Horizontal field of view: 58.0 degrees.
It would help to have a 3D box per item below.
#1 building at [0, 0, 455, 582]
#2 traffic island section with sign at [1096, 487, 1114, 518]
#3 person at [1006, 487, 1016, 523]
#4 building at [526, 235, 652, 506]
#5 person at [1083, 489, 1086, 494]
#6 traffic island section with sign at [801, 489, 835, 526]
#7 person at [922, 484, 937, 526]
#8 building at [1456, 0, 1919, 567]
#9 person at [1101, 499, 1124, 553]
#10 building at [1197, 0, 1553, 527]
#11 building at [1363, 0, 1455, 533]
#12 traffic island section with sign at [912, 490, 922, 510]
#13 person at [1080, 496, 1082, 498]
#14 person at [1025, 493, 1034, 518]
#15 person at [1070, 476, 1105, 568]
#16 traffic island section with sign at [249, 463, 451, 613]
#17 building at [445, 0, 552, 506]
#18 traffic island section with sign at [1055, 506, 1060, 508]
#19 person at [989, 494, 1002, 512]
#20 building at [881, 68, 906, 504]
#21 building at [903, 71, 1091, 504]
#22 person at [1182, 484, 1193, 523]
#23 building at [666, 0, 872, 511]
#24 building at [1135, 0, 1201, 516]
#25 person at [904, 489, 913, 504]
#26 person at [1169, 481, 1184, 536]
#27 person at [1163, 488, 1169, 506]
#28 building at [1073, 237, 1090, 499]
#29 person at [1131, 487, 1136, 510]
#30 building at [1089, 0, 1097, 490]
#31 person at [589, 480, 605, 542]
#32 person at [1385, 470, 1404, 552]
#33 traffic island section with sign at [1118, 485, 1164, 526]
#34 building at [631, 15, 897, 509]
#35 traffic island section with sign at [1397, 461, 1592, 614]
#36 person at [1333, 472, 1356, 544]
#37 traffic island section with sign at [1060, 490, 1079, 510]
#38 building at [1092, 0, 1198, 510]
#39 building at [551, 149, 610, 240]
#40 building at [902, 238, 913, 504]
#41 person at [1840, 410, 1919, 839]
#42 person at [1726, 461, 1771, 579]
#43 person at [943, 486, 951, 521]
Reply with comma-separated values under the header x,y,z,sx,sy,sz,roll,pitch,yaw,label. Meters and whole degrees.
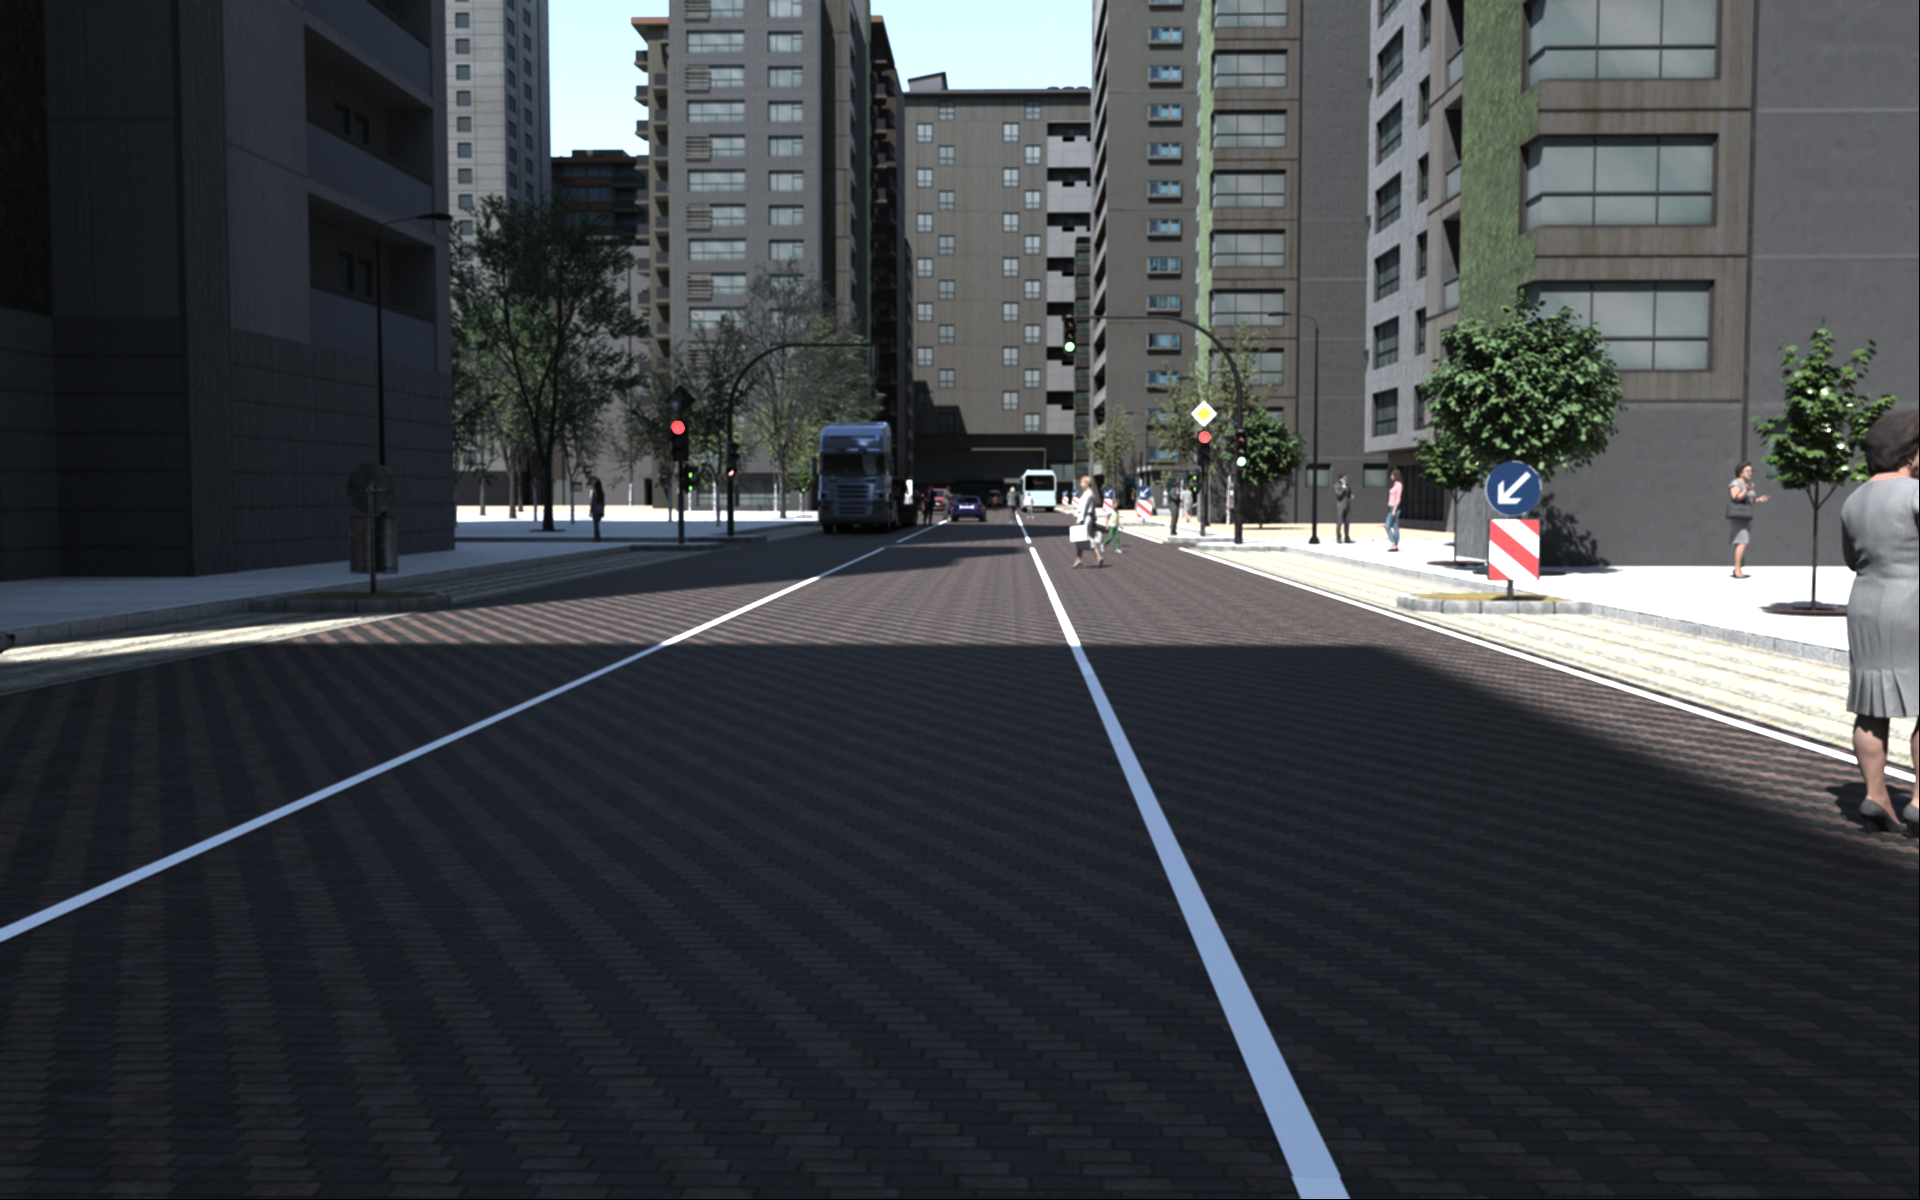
x,y,z,sx,sy,sz,roll,pitch,yaw,label
-25.716,-30.085,33.894,28.212,58.520,21.231,0,4,2,building
8.765,-5.837,104.061,1.989,1.847,2.006,0,4,2,traffic island section with sign
2.561,-4.769,86.651,0.537,1.800,0.526,-1,4,-10,person
-40.657,-26.050,197.626,14.107,30.474,14.160,0,4,2,building
7.723,-6.016,107.214,0.624,1.780,0.694,2,4,24,person
-5.996,-4.197,77.243,1.989,1.847,2.006,0,4,2,traffic island section with sign
-1.355,-4.279,77.818,0.648,1.900,0.474,-1,4,-12,person
17.268,-21.555,36.012,14.154,41.232,14.086,0,4,2,building
3.712,-1.807,42.298,0.590,1.304,0.306,3,4,38,person
18.003,-24.260,80.252,14.154,41.232,14.086,0,4,2,building
22.312,-17.583,59.191,14.107,30.474,14.160,0,4,2,building
-3.865,-8.949,154.947,1.989,1.847,2.006,0,4,2,traffic island section with sign
7.428,-5.698,105.902,0.306,1.304,0.590,1,4,9,person
4.192,-5.670,103.805,0.503,1.515,0.523,-1,4,-17,person
2.472,-1.510,33.536,0.624,1.780,0.694,3,4,36,person
-7.516,-0.798,21.673,1.989,1.847,2.006,0,4,2,traffic island section with sign
-58.085,-46.229,194.092,20.611,71.187,20.563,0,4,2,building
10.886,-10.566,181.376,1.989,1.847,2.006,0,4,2,traffic island section with sign
2.868,-7.887,140.711,1.065,1.426,0.557,0,4,1,person
-12.983,-32.379,179.501,14.600,45.320,14.200,0,4,2,building
6.574,-38.870,224.758,27.495,52.752,28.713,0,4,2,building
10.098,-4.274,76.671,0.466,1.731,0.760,-1,4,-16,person
-14.416,-27.599,134.843,14.154,41.232,14.086,0,4,2,building
27.595,-25.391,107.020,32.217,40.220,23.993,0,4,2,building
-3.151,-5.819,104.386,0.466,1.731,0.760,-3,5,-40,person
7.178,-2.999,57.341,0.447,1.846,0.655,1,4,20,person
15.048,-7.298,125.939,0.524,1.755,0.480,2,4,34,person
19.821,-25.932,195.686,14.160,30.474,14.107,0,4,2,building
13.657,-7.966,136.380,0.705,1.812,1.348,0,4,3,person
23.554,-38.606,173.201,21.231,58.520,28.212,0,4,2,building
-10.371,-2.511,49.560,0.388,1.821,0.555,2,4,27,person
9.642,-1.983,38.480,0.388,1.821,0.555,0,4,-6,person
8.034,-4.189,77.116,1.989,1.847,2.006,0,4,2,traffic island section with sign
-17.294,-30.759,157.533,22.147,44.769,28.867,0,4,2,building
6.511,-0.783,21.430,1.989,1.847,2.006,0,4,2,traffic island section with sign
9.956,-2.376,44.690,0.655,1.846,0.447,-2,4,-34,person
10.142,-8.917,154.420,1.989,1.847,2.006,0,4,2,traffic island section with sign
22.624,-32.079,148.193,21.300,48.544,21.600,0,4,2,building
-46.403,-34.756,222.885,28.867,44.769,22.147,0,4,2,building
-12.425,-26.007,196.914,14.107,30.474,14.160,0,4,2,building
4.047,0.101,7.207,0.532,1.782,0.716,-1,4,-16,person
11.882,-1.212,26.219,0.716,1.782,0.532,-3,5,-39,person
-0.677,-5.203,93.376,0.447,1.846,0.655,-2,4,-24,person
